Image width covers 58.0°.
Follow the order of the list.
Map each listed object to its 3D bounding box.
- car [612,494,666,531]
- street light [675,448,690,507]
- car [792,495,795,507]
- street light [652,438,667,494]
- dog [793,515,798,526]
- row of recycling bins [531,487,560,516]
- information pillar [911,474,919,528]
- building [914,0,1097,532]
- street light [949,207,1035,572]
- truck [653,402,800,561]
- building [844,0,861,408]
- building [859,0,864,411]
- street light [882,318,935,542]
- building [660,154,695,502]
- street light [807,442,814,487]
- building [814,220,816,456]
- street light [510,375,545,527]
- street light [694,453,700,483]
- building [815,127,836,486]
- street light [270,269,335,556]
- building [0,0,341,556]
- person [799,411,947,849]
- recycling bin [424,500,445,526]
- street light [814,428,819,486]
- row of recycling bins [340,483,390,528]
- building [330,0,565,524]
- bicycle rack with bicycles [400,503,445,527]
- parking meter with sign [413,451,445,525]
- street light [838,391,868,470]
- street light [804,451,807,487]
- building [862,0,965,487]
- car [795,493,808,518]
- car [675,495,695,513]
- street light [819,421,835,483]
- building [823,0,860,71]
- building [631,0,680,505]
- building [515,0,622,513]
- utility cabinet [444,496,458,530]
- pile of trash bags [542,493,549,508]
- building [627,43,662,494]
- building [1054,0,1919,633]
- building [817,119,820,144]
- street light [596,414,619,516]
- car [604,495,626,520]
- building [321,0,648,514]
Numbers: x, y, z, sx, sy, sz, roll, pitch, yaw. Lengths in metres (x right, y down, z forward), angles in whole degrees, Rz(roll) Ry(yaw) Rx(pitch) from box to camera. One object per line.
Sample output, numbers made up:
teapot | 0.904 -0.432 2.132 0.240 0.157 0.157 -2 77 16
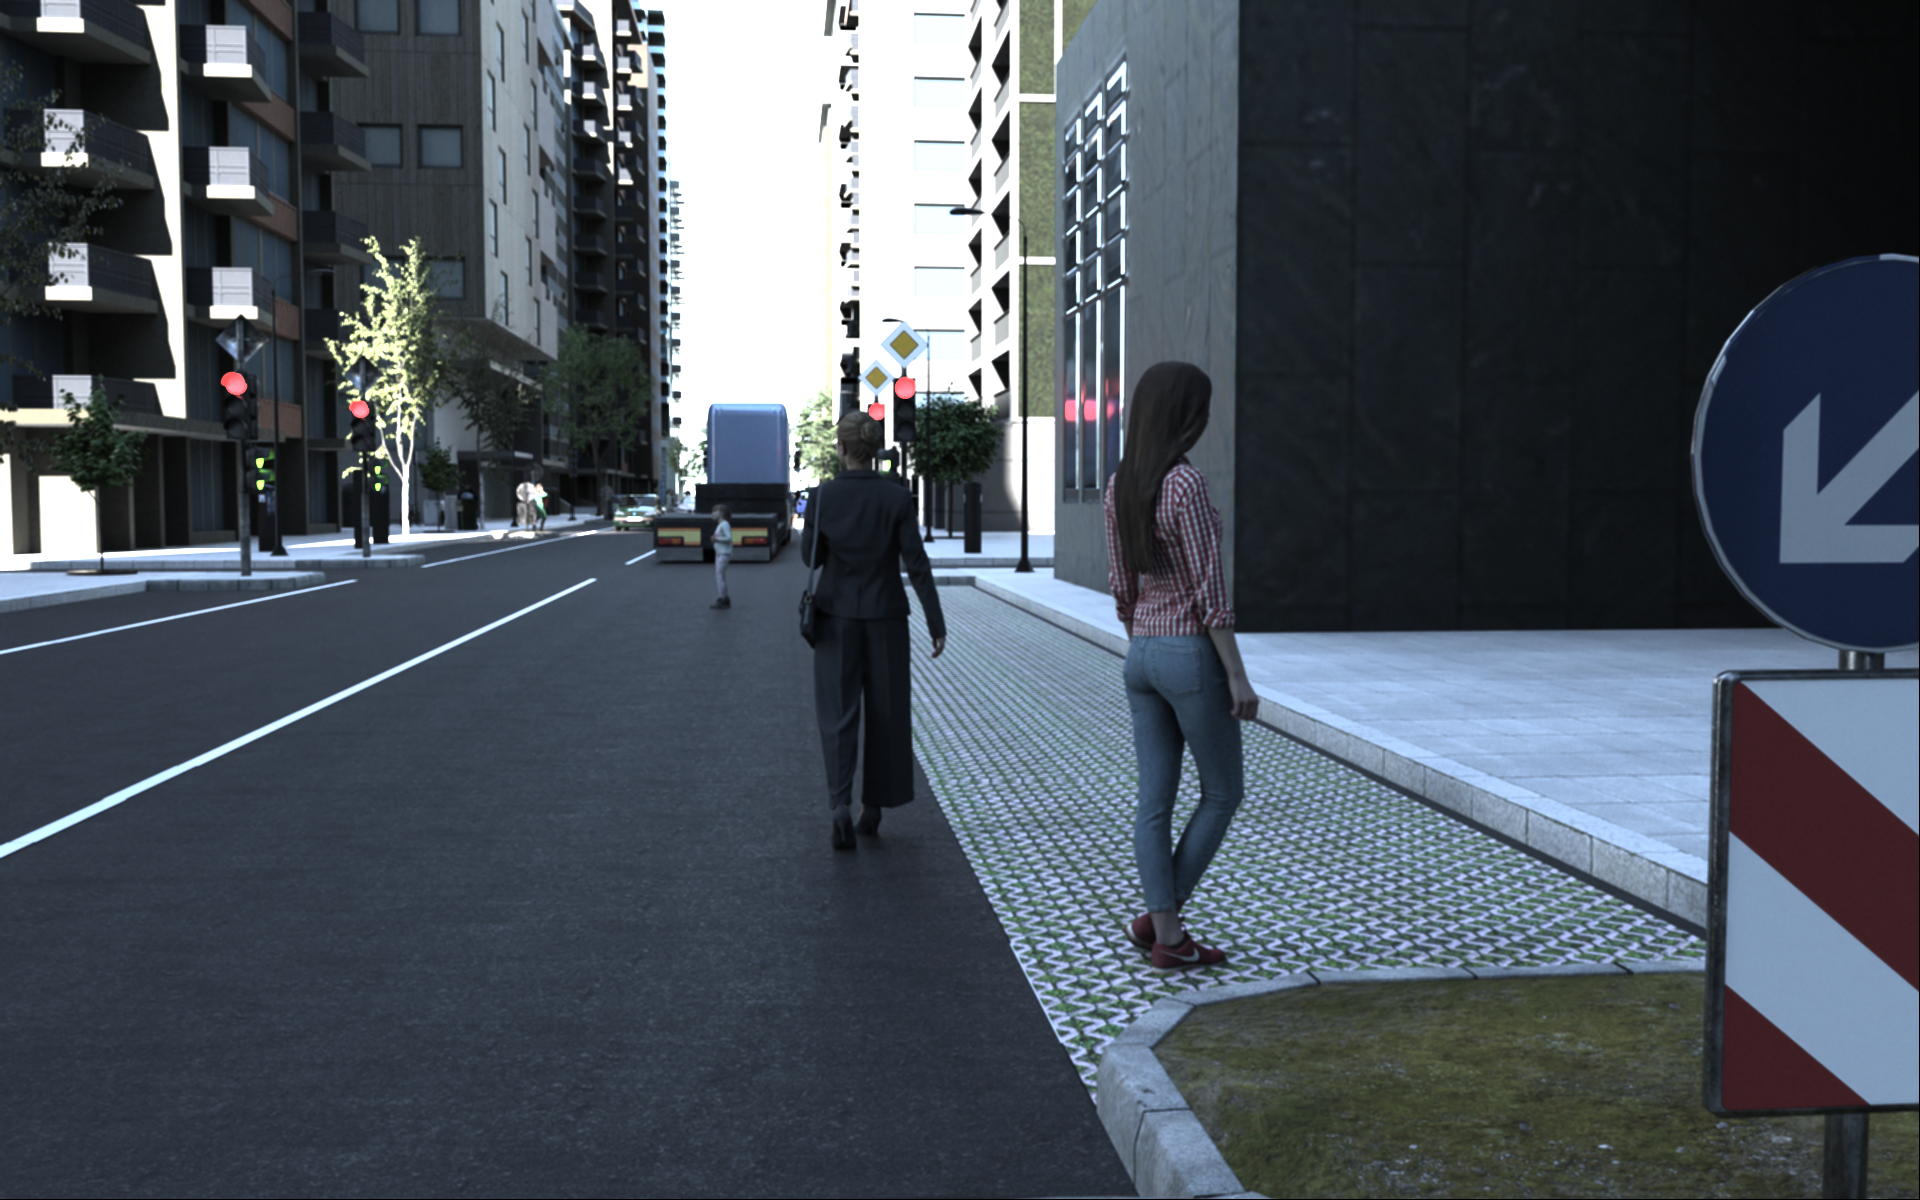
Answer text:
car | -12.574 -3.565 68.077 2.009 1.686 4.222 0 4 -4
street light | -28.181 -12.387 175.073 1.470 5.913 1.316 0 4 -6
car | -16.156 -9.856 173.142 2.014 1.417 4.499 0 4 -7
street light | -24.895 -10.445 143.311 1.470 5.913 1.316 0 4 -6
dog | -7.612 -3.591 77.998 0.540 0.507 0.406 -2 4 -29
row of recycling bins | -24.880 -5.933 104.118 1.069 1.692 3.534 0 4 5
information pillar | -1.680 -3.700 64.984 0.304 2.012 0.304 0 4 -1
building | 9.244 -38.155 62.081 20.563 71.187 20.611 0 4 -6
street light | 0.523 -3.409 28.271 1.470 5.913 1.316 0 4 -6
truck | -5.789 -3.376 44.955 2.967 4.110 18.799 0 4 -4
building | 1.645 -29.989 144.937 22.147 44.769 28.867 0 4 -6
building | -0.150 -26.870 122.920 14.154 41.232 14.086 0 4 -6
street light | -1.370 -4.485 45.876 1.470 5.913 1.316 0 4 -6
building | -49.091 -37.831 238.139 23.786 49.044 30.456 0 4 -6
street light | -12.664 -11.122 154.383 1.470 5.913 1.316 0 4 -6
building | -13.443 -36.632 249.051 14.600 45.320 14.200 0 4 -6
street light | -16.889 -5.817 67.646 1.470 5.913 1.316 0 4 -6
street light | -30.098 -13.518 193.566 1.470 5.913 1.316 0 4 -6
building | -9.459 -34.085 207.404 14.600 45.320 14.200 0 4 -6
street light | -13.613 -3.874 35.883 1.470 5.913 1.316 0 4 -6
building | -29.336 -24.007 47.134 22.147 44.769 28.867 0 4 -6
person | -0.377 0.110 7.125 0.576 1.772 0.534 -1 4 -21
recycling bin | -21.203 -3.512 69.972 0.722 1.027 0.722 0 4 0
street light | -9.421 -9.179 122.617 1.470 5.913 1.316 0 4 -6
row of recycling bins | -23.294 -3.703 67.662 1.069 1.692 3.534 0 4 4
building | -34.461 -30.179 82.666 28.713 52.752 27.495 0 4 -6
bicycle rack with bicycles | -20.673 -3.335 67.906 2.852 0.926 2.925 0 4 -6
parking meter with sign | -21.428 -4.566 70.914 1.738 3.016 0.543 -1 4 -13
street light | -4.714 -6.472 78.351 1.470 5.913 1.316 0 4 -6
street light | -16.005 -13.089 186.542 1.470 5.913 1.316 0 4 -6
building | 5.018 -33.959 97.221 21.231 58.520 28.212 0 4 -6
car | -9.197 -5.930 106.548 1.945 1.707 3.694 0 4 -5
car | -14.183 -4.929 92.945 2.083 1.381 4.827 0 4 -5
street light | -8.031 -8.414 110.109 1.470 5.913 1.316 0 4 -6
building | 1.136 -35.699 172.921 28.713 52.752 27.495 0 4 -6
building | -44.746 -54.664 206.431 22.319 86.520 31.000 0 4 -6
building | -40.495 -26.187 120.040 32.217 40.220 23.993 0 4 -6
utility cabinet | -18.228 -3.161 62.838 0.306 1.237 1.020 2 4 28
pile of trash bags | -25.557 -5.560 100.665 3.447 1.369 1.912 0 4 7
building | -36.782 -31.747 169.167 14.600 45.320 14.200 0 4 -6
building | 14.140 -42.622 9.543 22.319 86.520 31.000 0 4 -6
building | -4.087 -39.122 228.877 28.713 52.752 27.495 0 4 -6
street light | -20.347 -7.788 99.883 1.470 5.913 1.316 0 4 -6
car | -17.608 -4.806 90.579 2.014 1.417 4.499 0 4 -7
building | -38.500 -30.118 147.046 22.147 44.769 28.867 0 4 -6
